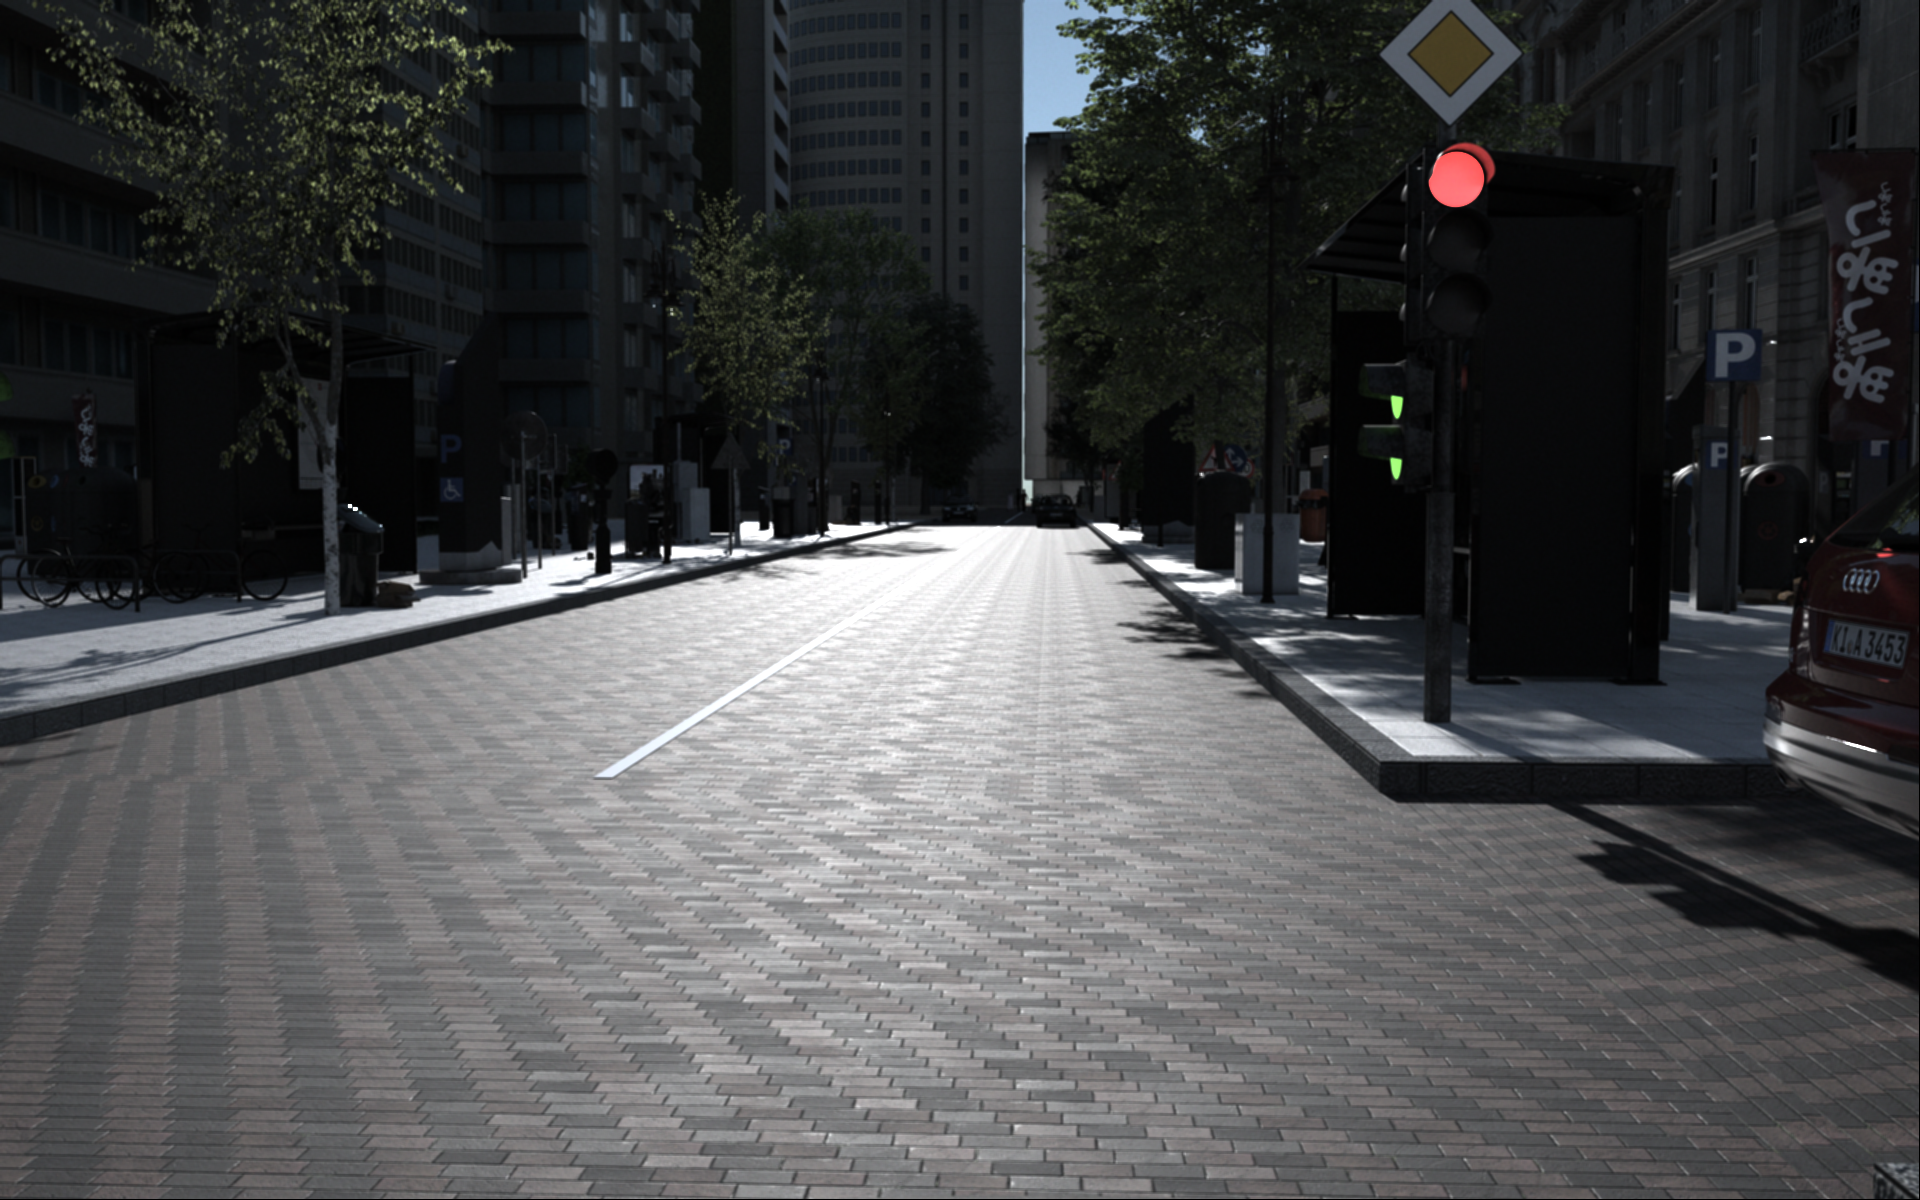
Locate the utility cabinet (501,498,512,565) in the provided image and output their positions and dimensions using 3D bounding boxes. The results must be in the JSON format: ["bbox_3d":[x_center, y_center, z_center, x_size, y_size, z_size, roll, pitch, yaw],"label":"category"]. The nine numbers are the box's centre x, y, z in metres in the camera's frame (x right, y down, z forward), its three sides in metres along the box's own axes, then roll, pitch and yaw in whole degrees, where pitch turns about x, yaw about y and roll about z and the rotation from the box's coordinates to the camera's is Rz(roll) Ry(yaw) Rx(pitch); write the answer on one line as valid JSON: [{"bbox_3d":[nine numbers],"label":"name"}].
[{"bbox_3d":[-8.660,-1.246,31.526,1.020,1.237,0.306,2,4,23],"label":"utility cabinet"}]

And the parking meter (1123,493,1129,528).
[{"bbox_3d":[6.349,-3.715,66.449,0.255,1.863,0.399,1,4,9],"label":"parking meter"}]

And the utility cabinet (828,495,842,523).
[{"bbox_3d":[-5.553,-4.036,77.151,0.306,1.237,1.020,-2,4,-23],"label":"utility cabinet"}]

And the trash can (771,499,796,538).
[{"bbox_3d":[-5.171,-2.392,50.762,0.748,1.137,0.748,0,3,0],"label":"trash can"}]

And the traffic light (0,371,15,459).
[{"bbox_3d":[-6.027,-1.295,10.097,0.839,4.253,0.868,0,4,3],"label":"traffic light"}]

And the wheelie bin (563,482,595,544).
[{"bbox_3d":[-9.848,-2.255,44.776,0.693,1.594,0.980,0,4,2],"label":"wheelie bin"}]

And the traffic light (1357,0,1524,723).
[{"bbox_3d":[2.673,-1.268,9.658,0.839,4.253,0.868,0,4,3],"label":"traffic light"}]

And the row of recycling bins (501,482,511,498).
[{"bbox_3d":[-15.903,-3.125,58.203,3.534,1.692,1.069,3,5,44],"label":"row of recycling bins"}]

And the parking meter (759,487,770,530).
[{"bbox_3d":[-7.079,-3.316,62.633,0.372,1.533,0.369,0,3,0],"label":"parking meter"}]

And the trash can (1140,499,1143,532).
[{"bbox_3d":[6.093,-2.673,55.363,0.748,1.137,0.748,0,3,0],"label":"trash can"}]

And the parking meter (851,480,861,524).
[{"bbox_3d":[-4.399,-4.131,73.259,0.399,1.863,0.255,0,4,6],"label":"parking meter"}]

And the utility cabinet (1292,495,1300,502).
[{"bbox_3d":[15.236,-4.106,78.294,1.020,1.237,0.306,0,4,1],"label":"utility cabinet"}]

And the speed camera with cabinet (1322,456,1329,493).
[{"bbox_3d":[9.361,-2.890,41.587,0.660,3.252,2.038,-1,4,-11],"label":"speed camera with cabinet"}]

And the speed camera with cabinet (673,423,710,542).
[{"bbox_3d":[-7.354,-3.248,47.442,0.660,3.252,2.038,-1,4,-21],"label":"speed camera with cabinet"}]

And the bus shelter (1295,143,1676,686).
[{"bbox_3d":[4.123,-1.432,14.690,1.731,3.624,6.357,0,4,3],"label":"bus shelter"}]

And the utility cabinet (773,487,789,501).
[{"bbox_3d":[-5.403,-2.669,52.316,0.318,1.500,1.173,0,4,4],"label":"utility cabinet"}]

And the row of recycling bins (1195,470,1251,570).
[{"bbox_3d":[4.722,-1.466,31.082,1.069,1.692,3.534,1,4,9],"label":"row of recycling bins"}]

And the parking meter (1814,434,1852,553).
[{"bbox_3d":[8.466,-0.674,16.736,0.255,1.863,0.399,0,4,1],"label":"parking meter"}]

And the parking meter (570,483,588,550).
[{"bbox_3d":[-8.705,-1.907,39.584,0.372,1.533,0.369,0,3,0],"label":"parking meter"}]

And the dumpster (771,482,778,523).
[{"bbox_3d":[-7.595,-4.300,76.068,1.264,1.857,1.865,0,4,3],"label":"dumpster"}]

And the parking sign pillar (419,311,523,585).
[{"bbox_3d":[-7.086,-2.234,25.002,1.447,3.967,1.447,0,4,7],"label":"parking sign pillar"}]

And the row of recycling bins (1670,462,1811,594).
[{"bbox_3d":[10.065,-0.940,22.487,3.534,1.692,1.069,2,4,29],"label":"row of recycling bins"}]

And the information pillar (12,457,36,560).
[{"bbox_3d":[-18.365,-1.807,34.037,0.304,2.012,0.304,2,4,28],"label":"information pillar"}]

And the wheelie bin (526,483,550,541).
[{"bbox_3d":[-11.734,-2.458,48.094,0.693,1.594,0.980,-1,4,-13],"label":"wheelie bin"}]

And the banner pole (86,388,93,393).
[{"bbox_3d":[-20.450,-3.096,40.631,0.401,3.779,0.863,0,4,-8],"label":"banner pole"}]

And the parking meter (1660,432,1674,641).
[{"bbox_3d":[6.077,-0.582,15.233,0.255,1.863,0.399,0,4,5],"label":"parking meter"}]

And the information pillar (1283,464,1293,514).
[{"bbox_3d":[7.827,-2.286,41.872,0.304,2.012,0.304,3,4,38],"label":"information pillar"}]

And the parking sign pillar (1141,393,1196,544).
[{"bbox_3d":[5.457,-3.464,45.101,1.447,3.967,1.447,1,4,17],"label":"parking sign pillar"}]

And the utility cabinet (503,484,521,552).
[{"bbox_3d":[-9.866,-1.801,38.127,0.318,1.500,1.173,-1,4,-18],"label":"utility cabinet"}]

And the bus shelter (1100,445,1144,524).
[{"bbox_3d":[7.064,-4.906,74.131,2.014,3.302,5.546,0,4,3],"label":"bus shelter"}]

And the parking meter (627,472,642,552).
[{"bbox_3d":[-7.220,-2.007,38.520,0.255,1.863,0.399,-2,4,-35],"label":"parking meter"}]

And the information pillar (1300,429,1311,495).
[{"bbox_3d":[12.320,-4.316,61.918,0.183,3.616,0.504,-2,4,-29],"label":"information pillar"}]

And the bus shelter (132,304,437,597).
[{"bbox_3d":[-9.345,-2.040,24.644,1.731,3.624,6.357,0,4,3],"label":"bus shelter"}]

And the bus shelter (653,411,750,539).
[{"bbox_3d":[-7.665,-3.709,51.931,1.731,3.624,6.357,0,4,3],"label":"bus shelter"}]

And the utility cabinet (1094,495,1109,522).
[{"bbox_3d":[6.689,-4.211,80.009,1.020,1.237,0.306,2,4,35],"label":"utility cabinet"}]

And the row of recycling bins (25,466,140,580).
[{"bbox_3d":[-13.516,-1.200,26.732,1.069,1.692,3.534,-3,5,-41],"label":"row of recycling bins"}]

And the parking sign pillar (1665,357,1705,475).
[{"bbox_3d":[14.062,-2.776,33.862,1.447,3.967,1.447,-3,5,-44],"label":"parking sign pillar"}]

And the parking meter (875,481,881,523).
[{"bbox_3d":[-3.593,-4.295,75.941,0.255,1.863,0.399,0,4,3],"label":"parking meter"}]

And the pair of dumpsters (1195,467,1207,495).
[{"bbox_3d":[8.633,-3.746,63.744,1.574,2.255,4.437,0,4,3],"label":"pair of dumpsters"}]

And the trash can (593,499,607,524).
[{"bbox_3d":[-15.526,-3.854,74.661,0.748,1.137,0.748,0,3,0],"label":"trash can"}]
